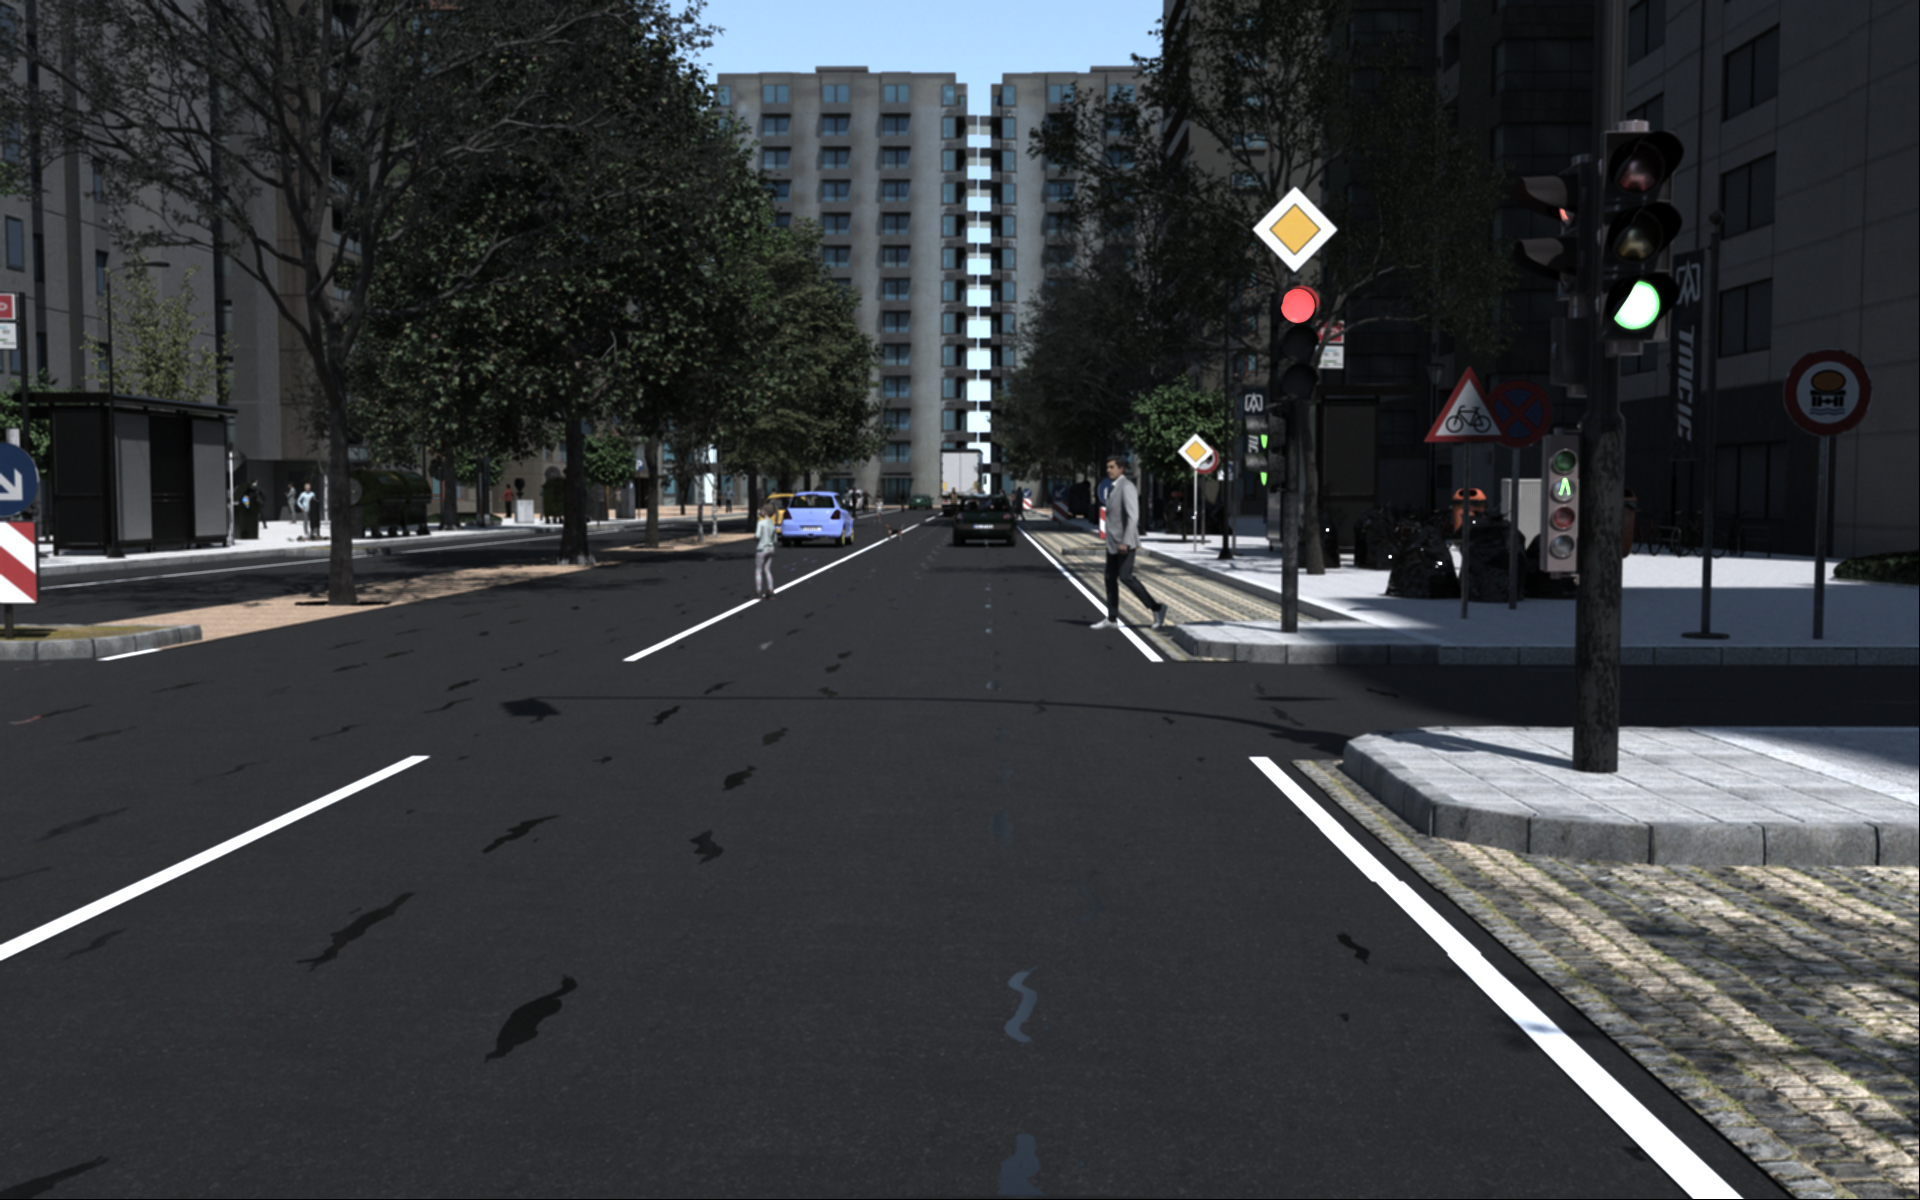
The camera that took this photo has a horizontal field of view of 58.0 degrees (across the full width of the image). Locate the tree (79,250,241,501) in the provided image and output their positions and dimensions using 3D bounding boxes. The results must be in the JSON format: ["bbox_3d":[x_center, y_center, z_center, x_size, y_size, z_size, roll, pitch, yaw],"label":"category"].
[{"bbox_3d":[-23.939,-6.208,51.863,4.737,8.622,4.395,0,3,0],"label":"tree"}]

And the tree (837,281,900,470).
[{"bbox_3d":[-7.450,-9.430,73.647,9.611,12.733,9.660,0,3,0],"label":"tree"}]

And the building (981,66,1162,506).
[{"bbox_3d":[17.395,-35.294,196.659,30.456,49.044,23.786,0,4,1],"label":"building"}]

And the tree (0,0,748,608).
[{"bbox_3d":[-7.906,-6.659,21.702,12.009,13.543,11.850,0,3,0],"label":"tree"}]

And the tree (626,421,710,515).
[{"bbox_3d":[-16.948,-10.388,104.262,8.767,10.594,7.601,2,4,25],"label":"tree"}]

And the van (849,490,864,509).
[{"bbox_3d":[-10.012,-9.626,164.398,2.013,2.044,4.112,0,4,2],"label":"van"}]

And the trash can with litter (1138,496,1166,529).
[{"bbox_3d":[6.985,-3.201,63.392,2.233,1.210,1.678,-3,5,-40],"label":"trash can with litter"}]

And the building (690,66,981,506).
[{"bbox_3d":[-13.219,-35.300,196.765,30.456,49.044,23.786,0,4,1],"label":"building"}]

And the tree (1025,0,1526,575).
[{"bbox_3d":[5.515,-5.699,27.590,8.767,10.594,7.601,-2,4,-30],"label":"tree"}]

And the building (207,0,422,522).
[{"bbox_3d":[-35.668,-24.491,84.018,14.154,41.232,14.086,0,4,1],"label":"building"}]

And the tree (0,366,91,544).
[{"bbox_3d":[-23.596,-3.727,44.645,4.285,4.588,4.351,0,3,0],"label":"tree"}]

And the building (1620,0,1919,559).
[{"bbox_3d":[27.739,-36.549,35.822,20.611,71.187,20.563,0,4,1],"label":"building"}]

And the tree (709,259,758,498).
[{"bbox_3d":[-16.761,-17.078,135.110,12.611,20.169,13.585,0,3,0],"label":"tree"}]

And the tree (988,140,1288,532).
[{"bbox_3d":[6.498,-9.116,59.409,12.009,13.543,11.850,0,3,0],"label":"tree"}]

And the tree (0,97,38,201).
[{"bbox_3d":[-18.265,-6.186,26.902,9.928,11.665,9.643,0,3,0],"label":"tree"}]

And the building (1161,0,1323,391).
[{"bbox_3d":[28.561,-31.853,144.501,21.300,48.544,21.600,0,4,1],"label":"building"}]

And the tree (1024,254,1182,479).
[{"bbox_3d":[6.857,-10.011,81.801,7.486,12.596,7.792,0,3,0],"label":"tree"}]

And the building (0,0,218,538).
[{"bbox_3d":[-37.695,-30.927,47.660,21.231,58.520,28.212,0,4,1],"label":"building"}]

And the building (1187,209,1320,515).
[{"bbox_3d":[31.188,-16.787,119.513,27.650,21.520,28.899,0,4,1],"label":"building"}]

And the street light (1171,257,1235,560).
[{"bbox_3d":[4.686,-3.754,33.924,1.470,5.913,1.316,0,4,1],"label":"street light"}]

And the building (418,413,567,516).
[{"bbox_3d":[-41.301,-16.045,107.382,27.650,21.520,28.899,0,4,1],"label":"building"}]

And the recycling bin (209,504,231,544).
[{"bbox_3d":[-19.368,-1.975,44.841,0.722,1.027,0.722,3,5,45],"label":"recycling bin"}]

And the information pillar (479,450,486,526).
[{"bbox_3d":[-18.901,-4.714,68.426,0.183,3.616,0.504,-2,4,-26],"label":"information pillar"}]

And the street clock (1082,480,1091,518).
[{"bbox_3d":[6.630,-5.304,91.285,0.471,2.002,0.358,-1,4,-12],"label":"street clock"}]

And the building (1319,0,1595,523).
[{"bbox_3d":[24.409,-19.080,83.664,14.160,30.474,14.107,0,4,1],"label":"building"}]

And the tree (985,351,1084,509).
[{"bbox_3d":[7.385,-15.058,152.848,9.857,13.997,8.962,0,3,0],"label":"tree"}]

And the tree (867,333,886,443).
[{"bbox_3d":[-7.450,-9.960,83.427,7.486,12.596,7.792,0,3,0],"label":"tree"}]

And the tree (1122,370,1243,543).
[{"bbox_3d":[5.925,-3.817,46.128,4.285,4.588,4.351,0,3,0],"label":"tree"}]

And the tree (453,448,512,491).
[{"bbox_3d":[-24.101,-6.317,87.000,4.285,4.588,4.351,0,3,0],"label":"tree"}]

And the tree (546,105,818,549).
[{"bbox_3d":[-7.935,-7.126,44.725,9.928,11.665,9.643,0,3,0],"label":"tree"}]

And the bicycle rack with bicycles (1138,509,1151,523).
[{"bbox_3d":[8.368,-3.983,78.512,2.925,0.926,2.852,-1,4,-13],"label":"bicycle rack with bicycles"}]

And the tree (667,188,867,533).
[{"bbox_3d":[-7.664,-8.720,63.150,7.486,12.596,7.792,0,3,0],"label":"tree"}]

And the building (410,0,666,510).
[{"bbox_3d":[-41.117,-30.026,145.549,28.867,44.769,22.147,0,4,1],"label":"building"}]

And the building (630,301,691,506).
[{"bbox_3d":[-43.674,-35.319,197.081,30.456,49.044,23.786,0,4,1],"label":"building"}]

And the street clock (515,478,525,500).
[{"bbox_3d":[-20.020,-4.539,78.787,0.471,2.002,0.358,3,5,39],"label":"street clock"}]

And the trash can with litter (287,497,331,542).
[{"bbox_3d":[-18.026,-2.243,47.733,1.678,1.210,2.233,0,4,-1],"label":"trash can with litter"}]

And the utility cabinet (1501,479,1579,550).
[{"bbox_3d":[8.484,-1.009,25.183,1.173,1.500,0.318,0,4,-6],"label":"utility cabinet"}]

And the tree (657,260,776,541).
[{"bbox_3d":[-7.814,-6.069,52.046,4.360,8.622,3.978,0,3,0],"label":"tree"}]

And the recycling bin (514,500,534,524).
[{"bbox_3d":[-19.050,-3.863,75.715,0.722,1.027,0.722,-2,4,-25],"label":"recycling bin"}]

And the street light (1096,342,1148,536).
[{"bbox_3d":[5.059,-4.930,53.148,1.470,5.913,1.316,0,4,1],"label":"street light"}]

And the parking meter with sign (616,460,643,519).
[{"bbox_3d":[-16.907,-5.627,88.266,1.738,3.016,0.543,3,5,40],"label":"parking meter with sign"}]

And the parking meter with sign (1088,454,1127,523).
[{"bbox_3d":[6.479,-4.905,76.450,1.738,3.016,0.543,3,4,38],"label":"parking meter with sign"}]

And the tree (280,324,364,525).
[{"bbox_3d":[-25.926,-7.383,71.068,4.360,8.622,3.978,0,3,0],"label":"tree"}]

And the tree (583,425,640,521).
[{"bbox_3d":[-16.750,-6.004,81.876,4.285,4.588,4.351,0,3,0],"label":"tree"}]

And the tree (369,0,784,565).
[{"bbox_3d":[-7.792,-7.056,34.838,9.611,12.733,9.660,0,3,0],"label":"tree"}]

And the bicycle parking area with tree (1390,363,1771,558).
[{"bbox_3d":[12.981,-3.111,37.873,8.231,4.147,9.016,1,4,17],"label":"bicycle parking area with tree"}]
